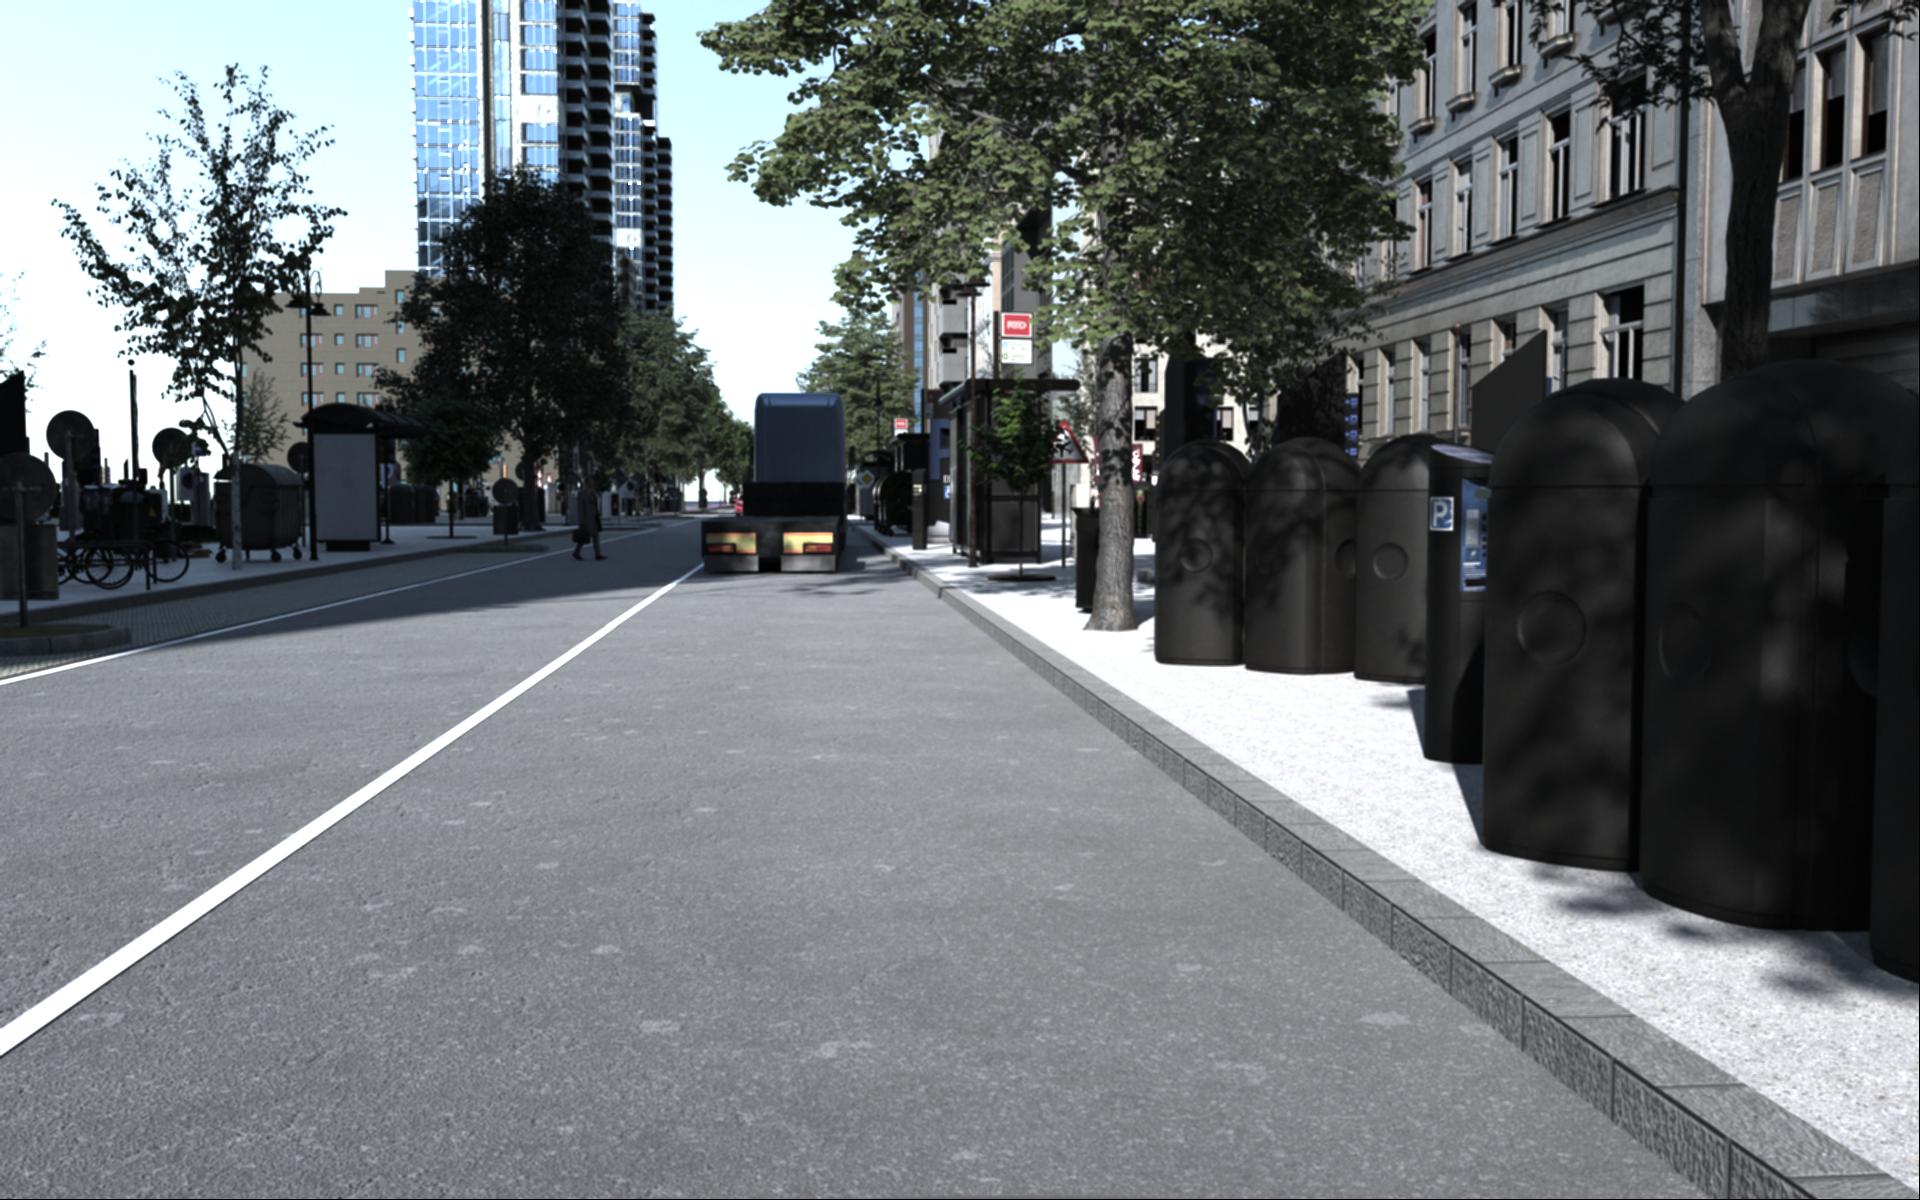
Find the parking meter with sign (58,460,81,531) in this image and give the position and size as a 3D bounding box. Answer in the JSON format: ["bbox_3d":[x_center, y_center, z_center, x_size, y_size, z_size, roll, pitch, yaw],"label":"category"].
[{"bbox_3d":[-31.543,-3.983,61.384,0.543,3.016,1.738,-1,4,-15],"label":"parking meter with sign"}]

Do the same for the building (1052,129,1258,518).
[{"bbox_3d":[14.120,-14.666,94.539,16.860,20.320,10.420,0,4,-5],"label":"building"}]

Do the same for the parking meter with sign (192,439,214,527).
[{"bbox_3d":[-24.512,-3.655,56.027,0.543,3.016,1.738,-1,4,-16],"label":"parking meter with sign"}]

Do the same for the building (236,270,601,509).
[{"bbox_3d":[-49.385,-19.486,163.640,27.650,21.520,28.899,0,4,-5],"label":"building"}]

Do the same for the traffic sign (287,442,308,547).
[{"bbox_3d":[-16.036,-2.578,42.253,0.768,2.556,0.104,0,4,3],"label":"traffic sign"}]

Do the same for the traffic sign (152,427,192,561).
[{"bbox_3d":[-15.036,-2.015,33.055,0.768,2.556,0.104,0,4,0],"label":"traffic sign"}]

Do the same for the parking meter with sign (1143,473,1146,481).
[{"bbox_3d":[6.336,-4.055,62.558,1.738,3.016,0.543,3,5,43],"label":"parking meter with sign"}]

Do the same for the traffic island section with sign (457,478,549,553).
[{"bbox_3d":[-11.269,-2.095,42.876,1.989,1.847,2.006,0,4,-5],"label":"traffic island section with sign"}]

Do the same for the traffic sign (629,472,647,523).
[{"bbox_3d":[-14.240,-4.465,76.647,0.795,2.450,0.064,0,4,-5],"label":"traffic sign"}]

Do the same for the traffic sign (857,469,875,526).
[{"bbox_3d":[-3.727,-4.030,69.538,0.795,2.450,0.064,0,4,-5],"label":"traffic sign"}]

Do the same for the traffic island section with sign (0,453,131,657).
[{"bbox_3d":[-8.900,-0.452,16.025,1.989,1.847,2.006,0,4,-5],"label":"traffic island section with sign"}]

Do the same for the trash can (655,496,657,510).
[{"bbox_3d":[-20.545,-6.344,115.373,0.748,1.137,0.748,0,3,0],"label":"trash can"}]

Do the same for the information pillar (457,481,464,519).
[{"bbox_3d":[-25.467,-5.125,88.290,0.304,2.012,0.304,-1,4,-19],"label":"information pillar"}]

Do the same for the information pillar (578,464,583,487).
[{"bbox_3d":[-29.194,-8.685,133.346,0.504,3.616,0.183,2,4,30],"label":"information pillar"}]

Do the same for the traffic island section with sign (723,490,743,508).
[{"bbox_3d":[-23.100,-10.260,176.378,1.989,1.847,2.006,0,4,-5],"label":"traffic island section with sign"}]

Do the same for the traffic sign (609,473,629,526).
[{"bbox_3d":[-13.535,-3.979,68.693,0.795,2.450,0.064,0,4,-5],"label":"traffic sign"}]

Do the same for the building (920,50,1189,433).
[{"bbox_3d":[10.514,-37.636,204.590,28.713,52.752,27.495,0,4,-5],"label":"building"}]

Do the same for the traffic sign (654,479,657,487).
[{"bbox_3d":[-24.829,-8.527,139.522,0.768,2.556,0.104,0,4,-1],"label":"traffic sign"}]

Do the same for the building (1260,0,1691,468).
[{"bbox_3d":[18.635,-12.950,45.014,16.112,22.955,30.059,0,4,-5],"label":"building"}]

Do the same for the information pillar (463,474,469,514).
[{"bbox_3d":[-27.767,-6.468,97.100,0.504,3.616,0.183,-2,4,-33],"label":"information pillar"}]

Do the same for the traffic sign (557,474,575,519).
[{"bbox_3d":[-18.133,-4.873,79.684,0.884,2.594,0.081,0,4,3],"label":"traffic sign"}]

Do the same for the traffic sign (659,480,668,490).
[{"bbox_3d":[-25.517,-9.114,149.116,0.768,2.556,0.104,0,4,-1],"label":"traffic sign"}]

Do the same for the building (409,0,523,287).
[{"bbox_3d":[-48.866,-53.770,191.814,22.319,86.520,31.000,0,4,-5],"label":"building"}]

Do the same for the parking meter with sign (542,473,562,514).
[{"bbox_3d":[-26.385,-7.047,111.480,0.543,3.016,1.738,2,4,34],"label":"parking meter with sign"}]

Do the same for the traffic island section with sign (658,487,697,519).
[{"bbox_3d":[-16.279,-5.546,99.307,1.989,1.847,2.006,0,4,-5],"label":"traffic island section with sign"}]

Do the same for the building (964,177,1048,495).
[{"bbox_3d":[7.719,-21.892,143.838,13.634,28.700,20.117,0,4,-5],"label":"building"}]

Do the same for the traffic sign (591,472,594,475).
[{"bbox_3d":[-21.007,-6.052,98.950,0.884,2.594,0.081,0,4,4],"label":"traffic sign"}]

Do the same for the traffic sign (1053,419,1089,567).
[{"bbox_3d":[1.811,-1.847,30.205,0.884,2.594,0.081,0,4,2],"label":"traffic sign"}]

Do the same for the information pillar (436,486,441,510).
[{"bbox_3d":[-42.085,-9.075,139.725,0.183,3.616,0.504,-3,5,-44],"label":"information pillar"}]

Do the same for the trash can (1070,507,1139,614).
[{"bbox_3d":[1.554,-0.430,18.683,0.748,1.137,0.748,0,3,0],"label":"trash can"}]

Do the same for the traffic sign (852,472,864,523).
[{"bbox_3d":[-4.432,-4.517,77.492,0.795,2.450,0.064,0,4,-5],"label":"traffic sign"}]

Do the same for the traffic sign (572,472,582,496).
[{"bbox_3d":[-20.420,-5.541,91.787,0.795,2.450,0.064,0,4,-3],"label":"traffic sign"}]

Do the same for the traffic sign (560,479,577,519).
[{"bbox_3d":[-20.464,-5.536,90.525,0.884,2.594,0.081,0,4,3],"label":"traffic sign"}]

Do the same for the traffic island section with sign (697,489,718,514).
[{"bbox_3d":[-18.658,-7.188,126.158,1.989,1.847,2.006,0,4,-5],"label":"traffic island section with sign"}]

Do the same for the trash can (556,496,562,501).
[{"bbox_3d":[-28.656,-6.827,123.276,0.748,1.137,0.748,0,3,0],"label":"trash can"}]

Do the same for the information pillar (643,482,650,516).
[{"bbox_3d":[-18.572,-6.007,102.705,0.304,2.012,0.304,3,5,43],"label":"information pillar"}]

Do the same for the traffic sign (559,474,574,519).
[{"bbox_3d":[-19.851,-5.340,87.407,0.768,2.556,0.104,0,4,1],"label":"traffic sign"}]

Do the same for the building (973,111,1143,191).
[{"bbox_3d":[14.402,-29.819,179.426,32.217,40.220,23.993,0,4,-5],"label":"building"}]

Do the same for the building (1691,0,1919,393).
[{"bbox_3d":[19.263,-12.344,19.848,12.078,24.808,19.932,0,4,-5],"label":"building"}]

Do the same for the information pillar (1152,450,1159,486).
[{"bbox_3d":[9.158,-5.459,80.606,0.504,3.616,0.183,3,5,41],"label":"information pillar"}]

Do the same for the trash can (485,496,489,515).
[{"bbox_3d":[-29.157,-5.761,105.852,0.748,1.137,0.748,0,3,0],"label":"trash can"}]

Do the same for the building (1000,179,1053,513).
[{"bbox_3d":[11.305,-18.347,119.042,14.314,24.678,30.058,0,4,-5],"label":"building"}]

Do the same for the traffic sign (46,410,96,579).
[{"bbox_3d":[-13.460,-1.597,26.222,0.768,2.556,0.104,0,4,3],"label":"traffic sign"}]

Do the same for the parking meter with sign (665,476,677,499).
[{"bbox_3d":[-25.284,-9.434,150.501,1.738,3.016,0.543,-2,4,-33],"label":"parking meter with sign"}]

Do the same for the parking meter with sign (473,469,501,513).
[{"bbox_3d":[-32.703,-7.591,120.380,1.738,3.016,0.543,-1,4,-8],"label":"parking meter with sign"}]

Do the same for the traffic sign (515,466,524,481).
[{"bbox_3d":[-17.017,-4.136,67.728,0.768,2.556,0.104,0,4,2],"label":"traffic sign"}]
